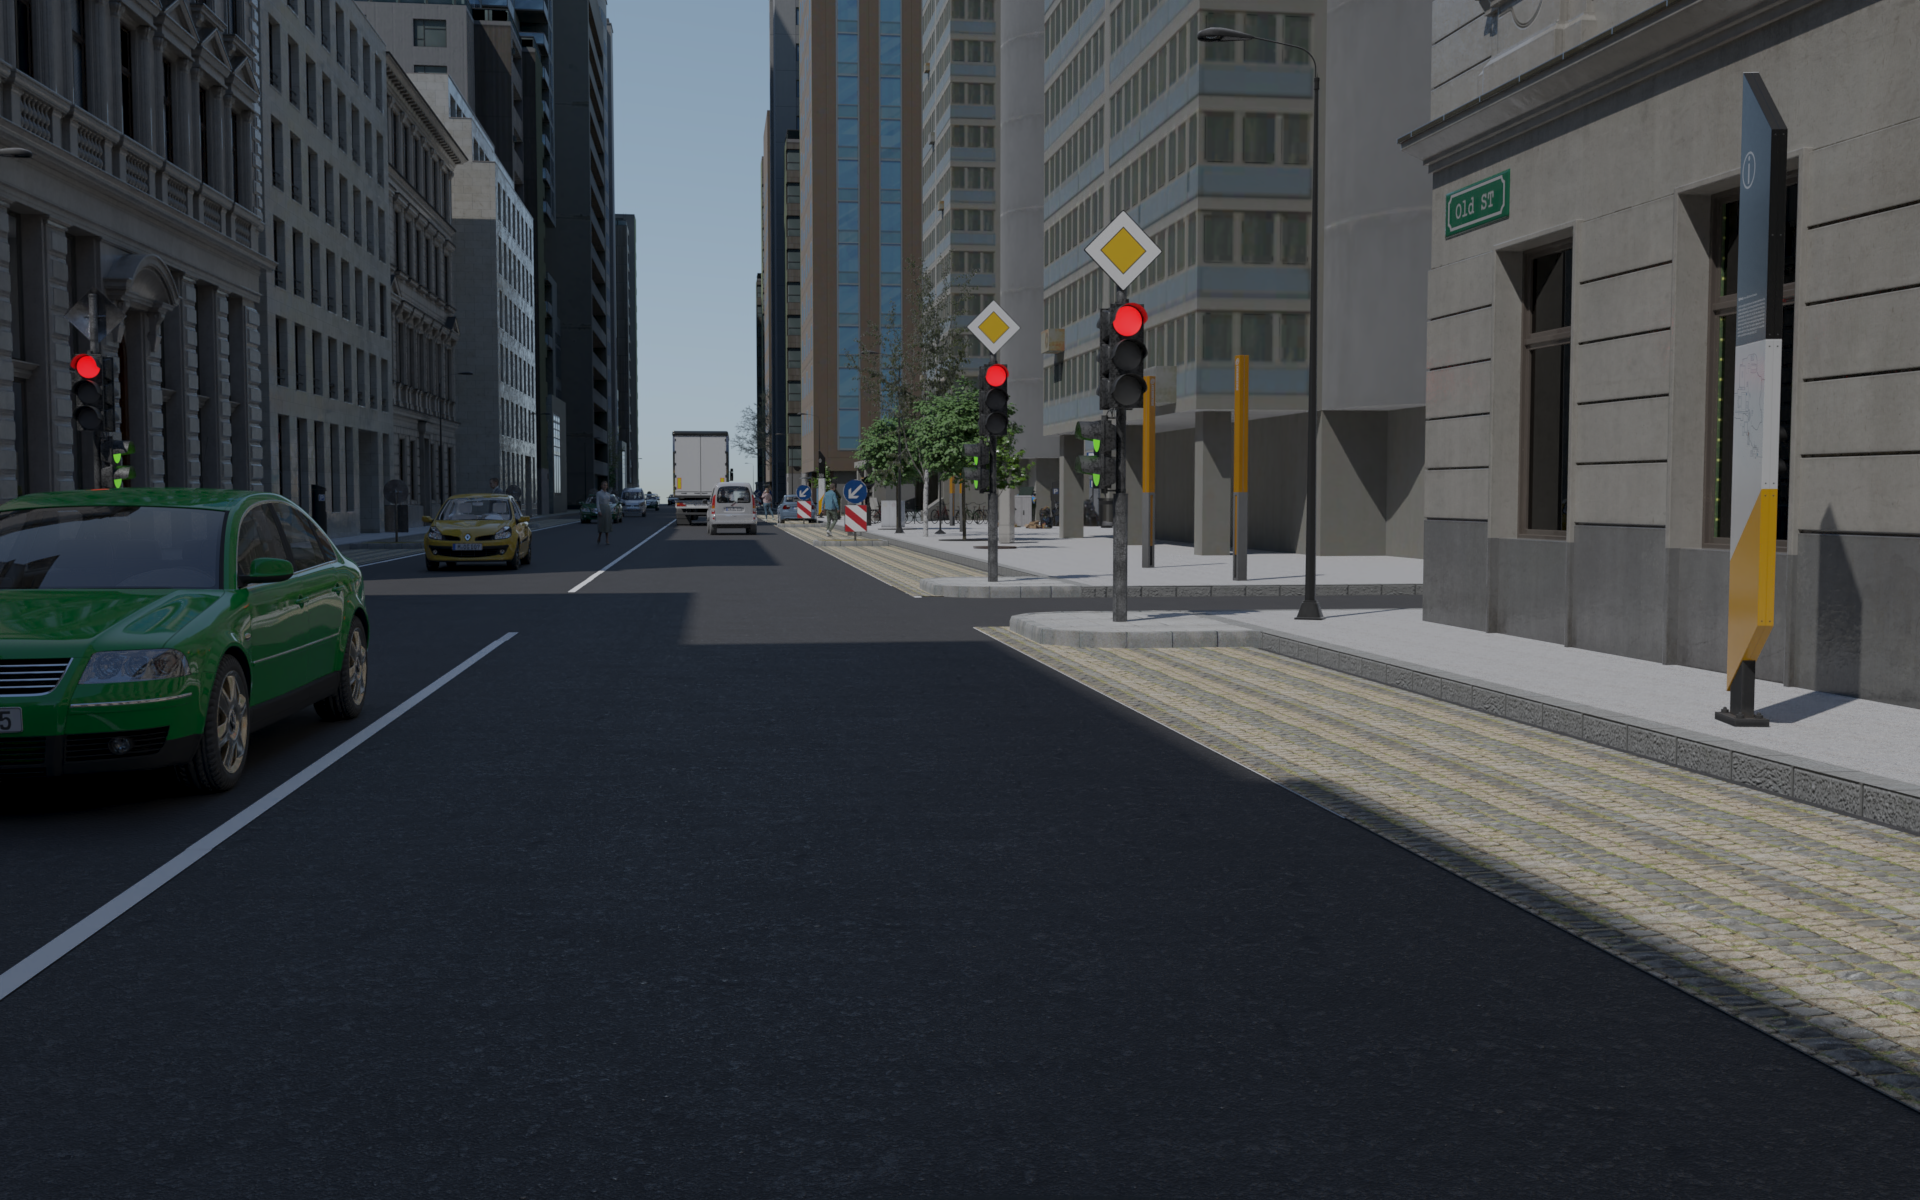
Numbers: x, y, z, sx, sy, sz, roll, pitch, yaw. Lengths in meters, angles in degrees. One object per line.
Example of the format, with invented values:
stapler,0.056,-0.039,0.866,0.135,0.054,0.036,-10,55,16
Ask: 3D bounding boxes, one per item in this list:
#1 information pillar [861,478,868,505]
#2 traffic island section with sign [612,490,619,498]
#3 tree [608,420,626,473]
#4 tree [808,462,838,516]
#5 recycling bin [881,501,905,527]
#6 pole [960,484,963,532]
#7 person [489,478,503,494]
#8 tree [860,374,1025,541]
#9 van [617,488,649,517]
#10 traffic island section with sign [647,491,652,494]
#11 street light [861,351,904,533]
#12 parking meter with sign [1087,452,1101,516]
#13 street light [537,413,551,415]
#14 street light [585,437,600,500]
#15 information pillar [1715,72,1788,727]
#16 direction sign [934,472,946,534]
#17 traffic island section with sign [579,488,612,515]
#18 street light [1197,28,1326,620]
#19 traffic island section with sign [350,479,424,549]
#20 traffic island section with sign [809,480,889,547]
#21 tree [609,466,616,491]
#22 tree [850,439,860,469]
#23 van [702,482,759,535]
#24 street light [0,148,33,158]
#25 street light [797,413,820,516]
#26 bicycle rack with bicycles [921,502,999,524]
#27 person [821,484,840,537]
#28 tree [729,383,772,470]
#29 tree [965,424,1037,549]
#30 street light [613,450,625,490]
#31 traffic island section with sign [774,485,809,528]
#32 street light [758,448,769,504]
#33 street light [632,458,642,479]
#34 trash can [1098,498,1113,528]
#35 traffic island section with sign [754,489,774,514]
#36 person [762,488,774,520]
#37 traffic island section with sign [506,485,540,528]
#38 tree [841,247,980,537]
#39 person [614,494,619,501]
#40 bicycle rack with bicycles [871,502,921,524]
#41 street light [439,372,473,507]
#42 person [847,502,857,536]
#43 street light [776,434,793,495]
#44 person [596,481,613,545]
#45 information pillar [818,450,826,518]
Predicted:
information pillar,-4.304,-4.539,78.712,0.304,2.012,0.304,-2,4,-35
traffic island section with sign,-29.680,-8.607,149.347,1.989,1.847,2.006,0,4,-8
tree,-35.420,-13.594,172.620,4.360,8.622,3.978,0,3,0
tree,-7.943,-6.615,102.763,1.663,3.219,1.824,0,3,0
recycling bin,-2.584,-3.324,66.895,0.722,1.027,0.722,1,4,21
pole,0.084,-3.962,58.624,0.158,3.312,0.155,0,3,0
person,-10.652,-1.906,39.792,0.853,1.813,0.709,-2,4,-30
tree,0.190,-3.907,47.599,4.285,4.588,4.351,0,3,0
van,-20.851,-6.322,110.375,2.013,2.044,4.112,-1,4,-10
traffic island section with sign,-41.264,-13.575,230.570,1.989,1.847,2.006,0,4,-8
street light,-2.507,-5.122,56.294,1.470,5.913,1.316,0,4,-8
parking meter with sign,5.735,-4.714,73.338,0.543,3.016,1.738,1,4,12
street light,-24.050,-7.730,98.934,1.470,5.913,1.316,0,4,-8
street light,-30.021,-10.322,141.309,1.470,5.913,1.316,0,4,-8
information pillar,4.366,-1.110,9.502,0.183,3.616,0.504,0,4,6
direction sign,-0.635,-3.900,55.756,0.876,3.537,0.379,3,4,36
traffic island section with sign,-25.803,-6.945,122.179,1.989,1.847,2.006,0,4,-8
street light,3.052,-2.750,17.506,1.470,5.913,1.316,0,4,-8
traffic island section with sign,-14.871,-2.262,45.613,1.989,1.847,2.006,0,4,-8
traffic island section with sign,-3.063,-2.406,47.960,1.989,1.847,2.006,0,4,-8
tree,-34.654,-11.229,167.305,4.285,4.588,4.351,0,3,0
tree,-2.334,-4.822,62.559,4.285,4.588,4.351,0,3,0
van,-8.187,-3.364,62.014,2.013,2.044,4.112,-1,4,-10
street light,-13.152,-3.107,23.338,1.470,5.913,1.316,0,4,-8
street light,-8.589,-7.746,99.190,1.470,5.913,1.316,0,4,-8
bicycle rack with bicycles,0.385,-3.708,74.003,2.852,0.926,2.925,-2,4,-28
person,-4.344,-3.005,57.972,0.601,1.785,0.444,3,5,43
tree,-19.342,-16.767,184.507,12.009,13.543,11.850,0,3,0
tree,0.729,-2.814,40.618,1.663,3.219,1.824,0,3,0
street light,-35.730,-12.766,181.257,1.470,5.913,1.316,0,4,-8
traffic island section with sign,-6.871,-4.038,74.646,1.989,1.847,2.006,0,4,-8
street light,-19.586,-12.410,175.447,1.470,5.913,1.316,0,4,-8
street light,-41.784,-15.385,224.085,1.470,5.913,1.316,0,4,-8
trash can,5.552,-3.292,65.481,0.748,1.137,0.748,0,3,0
traffic island section with sign,-13.959,-7.073,124.270,1.989,1.847,2.006,0,4,-8
person,-10.363,-5.181,93.797,0.643,1.750,0.593,3,5,43
traffic island section with sign,-18.775,-3.935,72.963,1.989,1.847,2.006,0,4,-8
tree,-1.161,-6.212,51.936,4.360,8.622,3.978,0,3,0
person,-25.988,-7.254,130.364,0.557,1.426,1.065,3,5,44
bicycle rack with bicycles,-2.860,-3.765,74.938,2.925,0.926,2.852,-1,4,-16
street light,-19.175,-5.707,65.850,1.470,5.913,1.316,0,4,-8
person,-3.659,-3.123,59.364,0.447,1.846,0.655,-1,4,-8
street light,-13.422,-9.812,132.961,1.470,5.913,1.316,0,4,-8
person,-10.182,-2.487,49.384,0.478,1.798,0.641,-2,4,-31
information pillar,-7.357,-6.171,92.249,0.183,3.616,0.504,-3,5,-45
